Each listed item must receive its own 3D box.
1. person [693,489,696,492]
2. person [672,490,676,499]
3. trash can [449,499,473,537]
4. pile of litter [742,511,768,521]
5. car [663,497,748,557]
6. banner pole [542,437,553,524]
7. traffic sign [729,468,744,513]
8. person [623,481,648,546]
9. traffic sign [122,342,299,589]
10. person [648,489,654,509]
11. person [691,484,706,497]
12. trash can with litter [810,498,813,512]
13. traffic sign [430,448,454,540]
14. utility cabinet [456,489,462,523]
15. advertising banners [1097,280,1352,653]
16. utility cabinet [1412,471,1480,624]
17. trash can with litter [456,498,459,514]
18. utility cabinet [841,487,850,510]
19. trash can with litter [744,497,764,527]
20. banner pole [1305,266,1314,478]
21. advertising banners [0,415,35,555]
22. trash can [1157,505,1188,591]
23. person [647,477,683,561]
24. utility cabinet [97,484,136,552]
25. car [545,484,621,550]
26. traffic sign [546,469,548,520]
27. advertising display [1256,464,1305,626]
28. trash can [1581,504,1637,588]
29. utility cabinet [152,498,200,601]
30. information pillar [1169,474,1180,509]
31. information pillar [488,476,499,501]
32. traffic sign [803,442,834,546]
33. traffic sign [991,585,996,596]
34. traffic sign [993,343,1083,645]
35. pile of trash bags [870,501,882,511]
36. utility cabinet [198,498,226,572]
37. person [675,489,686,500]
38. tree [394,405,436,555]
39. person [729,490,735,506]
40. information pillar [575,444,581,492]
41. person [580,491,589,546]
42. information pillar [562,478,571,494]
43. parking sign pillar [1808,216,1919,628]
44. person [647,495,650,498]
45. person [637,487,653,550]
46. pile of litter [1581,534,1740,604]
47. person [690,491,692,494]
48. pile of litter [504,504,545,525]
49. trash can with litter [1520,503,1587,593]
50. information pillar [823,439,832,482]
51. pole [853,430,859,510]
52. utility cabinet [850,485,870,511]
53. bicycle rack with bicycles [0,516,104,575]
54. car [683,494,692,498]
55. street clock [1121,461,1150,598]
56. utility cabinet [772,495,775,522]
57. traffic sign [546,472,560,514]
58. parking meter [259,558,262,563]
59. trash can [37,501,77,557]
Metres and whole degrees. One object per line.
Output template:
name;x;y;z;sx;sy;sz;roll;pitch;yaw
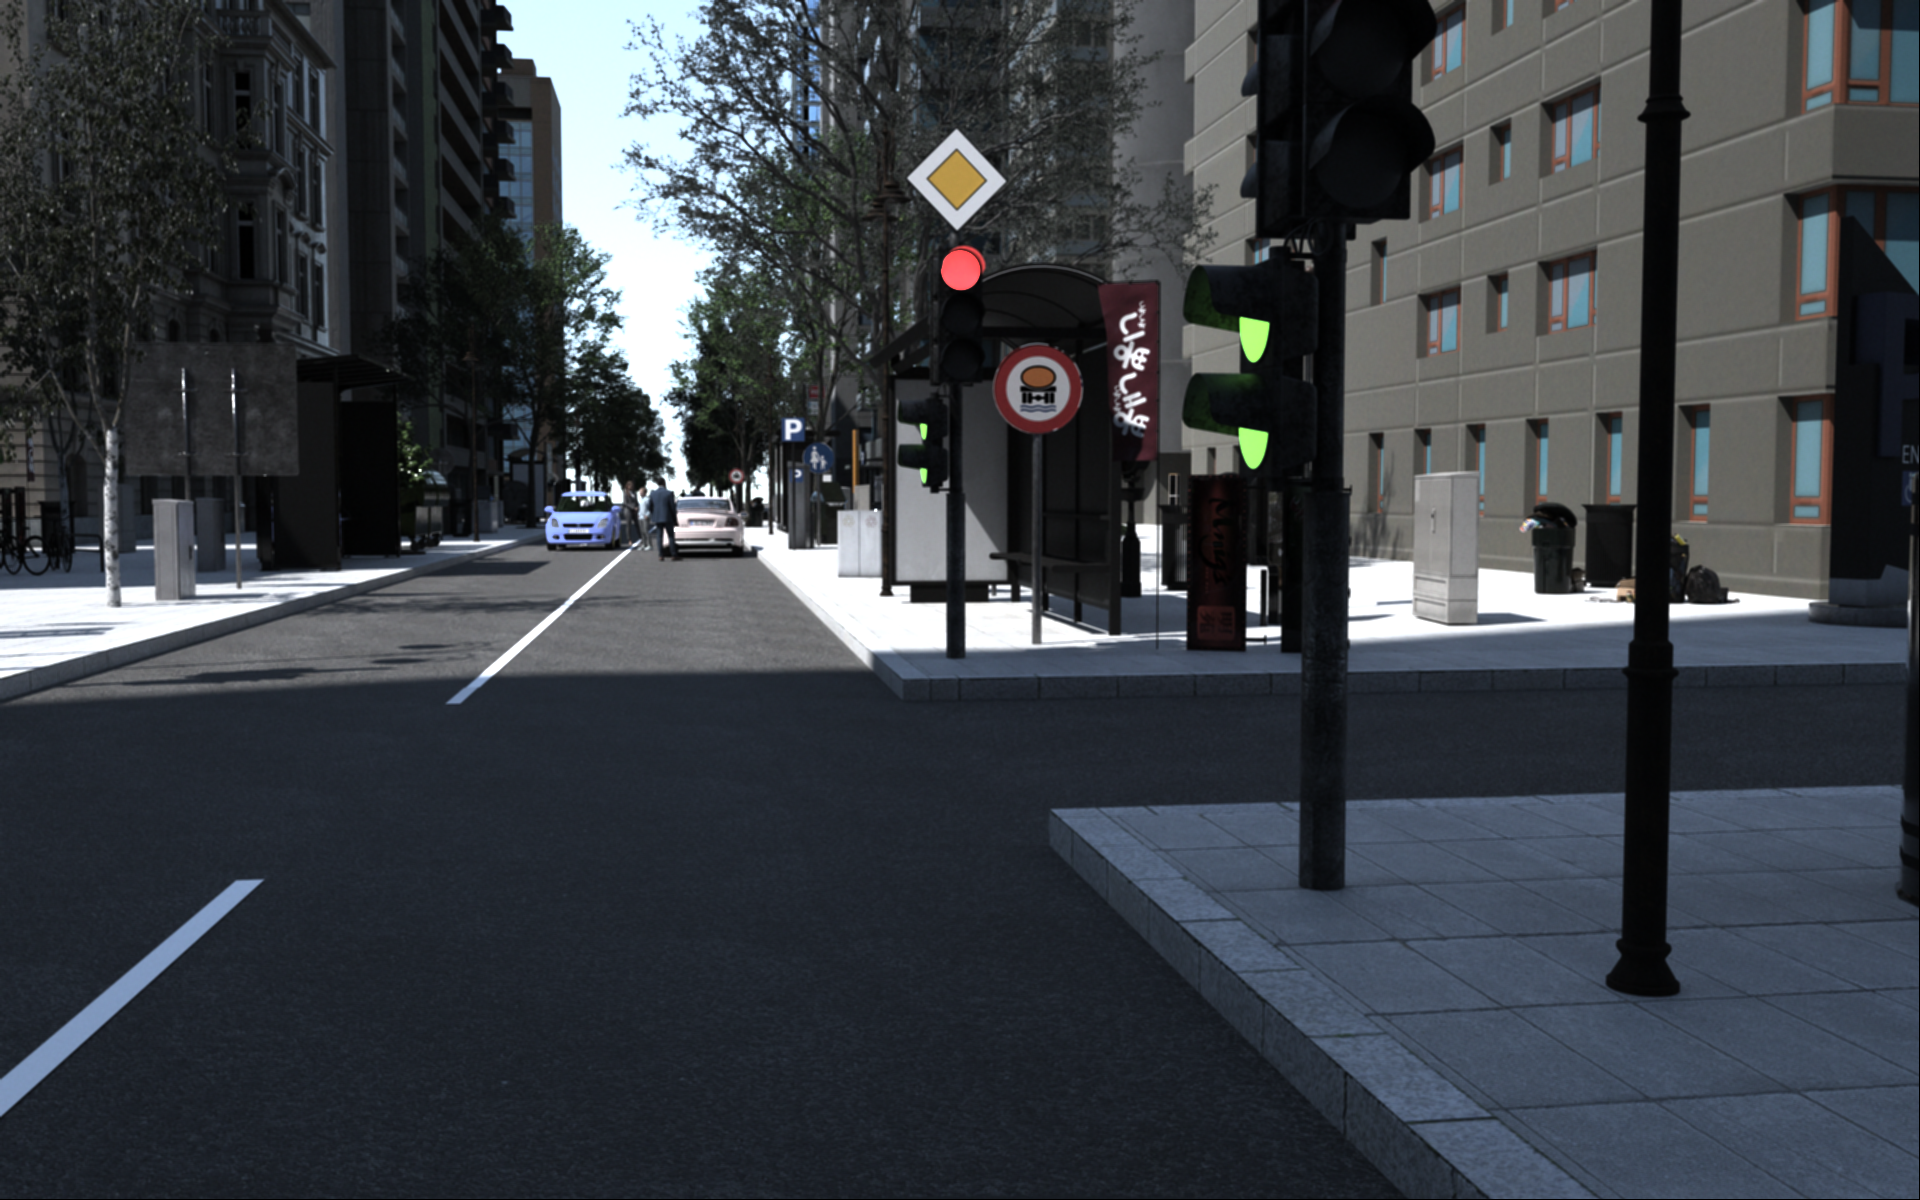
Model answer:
person;-13.104;-4.658;85.667;0.512;1.701;0.522;3;5;39
person;-31.510;-11.143;190.619;0.705;1.831;1.348;-2;4;-32
trash can;-14.932;-2.455;51.785;0.748;1.137;0.748;0;3;0
pile of litter;-9.916;-4.296;84.201;1.719;0.858;1.176;-1;4;-22
car;-6.031;-1.740;40.805;2.083;1.381;4.827;0;4;-7
banner pole;-17.886;-5.211;75.210;0.401;3.779;0.863;-3;5;-42
traffic sign;-11.024;-5.225;85.534;0.768;2.556;0.104;0;4;-2
person;-8.956;-2.380;47.694;0.573;1.790;0.520;1;4;23
traffic sign;-10.089;-1.802;23.344;2.265;3.308;0.079;0;4;-5
person;-24.545;-7.933;138.210;1.348;1.823;0.705;-3;5;-44
person;-10.302;-3.634;67.899;0.794;1.824;0.713;1;4;8
trash can with litter;-4.514;-2.388;50.439;0.624;1.170;1.055;1;4;16
traffic sign;-14.348;-2.920;47.844;0.768;2.556;0.104;0;4;-3
utility cabinet;-21.860;-4.049;74.877;0.318;1.500;1.173;0;4;1
advertising banners;2.126;-1.095;14.084;2.074;3.025;0.090;1;4;17
utility cabinet;4.862;-0.533;17.401;0.318;1.500;1.173;0;4;-2
trash can with litter;-17.968;-2.988;60.242;1.055;1.170;0.624;1;4;21
utility cabinet;-3.882;-2.763;53.856;0.318;1.500;1.173;3;4;38
trash can with litter;-8.026;-3.403;67.027;0.624;1.170;1.055;-3;4;-38
banner pole;3.882;-1.795;19.365;0.401;3.779;0.863;1;4;11
advertising banners;-20.345;-2.523;37.443;0.090;3.025;2.074;-1;4;-9
trash can;3.008;-0.707;23.213;0.748;1.137;0.748;0;3;0
person;-6.337;-1.742;37.159;0.721;1.800;0.419;0;4;1
utility cabinet;-18.517;-1.796;38.049;1.173;1.500;0.318;3;5;41
car;-9.798;-2.178;45.201;1.945;1.707;3.694;0;4;-7
traffic sign;-20.615;-5.277;86.380;0.768;2.556;0.104;0;4;-7
advertising display;3.179;-0.730;17.157;0.123;1.923;0.974;2;4;32
trash can;8.928;-0.744;23.825;0.748;1.137;0.748;0;3;0
utility cabinet;-9.648;-0.620;21.299;0.306;1.237;1.020;-1;4;-14
information pillar;7.796;-3.581;63.046;0.304;2.012;0.304;2;4;28
information pillar;-18.739;-3.981;69.574;0.304;2.012;0.304;1;4;17
traffic sign;-3.485;-2.604;42.687;0.768;2.556;0.104;0;4;-3
traffic sign;0.426;-1.328;21.716;0.884;2.594;0.081;0;4;-5
traffic sign;0.657;-0.894;14.724;0.768;2.556;0.104;0;4;-4
pile of trash bags;-1.669;-2.385;48.741;1.912;1.369;3.447;1;4;19
utility cabinet;-12.547;-1.093;29.034;0.306;1.237;1.020;-1;4;-14
person;-20.440;-7.305;127.956;1.348;1.822;0.705;-1;4;-21
tree;-12.023;-2.576;36.713;1.663;3.219;1.824;0;3;0
person;-21.825;-9.655;166.363;1.348;1.823;0.705;3;5;43
information pillar;-17.861;-5.486;81.050;0.183;3.616;0.504;-3;4;-36
person;-10.321;-2.233;47.610;0.503;1.515;0.523;1;4;21
information pillar;-18.548;-4.723;81.719;0.304;2.012;0.304;-3;5;-44
parking sign pillar;9.241;-1.752;17.111;1.447;3.967;1.447;-2;4;-28
person;-22.587;-7.118;124.755;0.599;1.838;0.709;-2;4;-29
person;-8.092;-2.085;44.393;0.330;1.601;0.589;-2;4;-32
pile of litter;8.345;-0.406;20.608;1.719;0.858;1.176;2;4;26
person;-22.644;-8.368;146.028;1.217;1.735;0.721;1;4;13
pile of litter;-18.322;-3.584;72.570;1.719;0.858;1.176;1;4;10
trash can with litter;7.749;-0.681;22.519;0.624;1.170;1.055;3;4;37
information pillar;-5.699;-5.055;74.009;0.504;3.616;0.183;1;4;12
pole;-3.295;-3.735;54.911;0.158;3.312;0.155;0;3;0
utility cabinet;-2.312;-1.955;40.641;0.318;1.500;1.173;0;4;-7
bicycle rack with bicycles;-15.320;-0.905;28.179;2.925;0.926;2.852;3;5;42
car;-17.588;-6.280;114.483;2.131;1.459;4.920;0;4;-7
street clock;2.127;-1.037;21.519;0.358;2.002;0.471;-3;4;-37
utility cabinet;-8.312;-4.259;80.799;1.020;1.237;0.306;-2;4;-28
traffic sign;-20.136;-5.161;85.575;0.795;2.450;0.064;0;4;-8
parking meter;-12.990;-1.477;32.564;0.372;1.533;0.369;0;3;0
trash can;-18.570;-1.468;35.654;0.748;1.137;0.748;0;3;0
